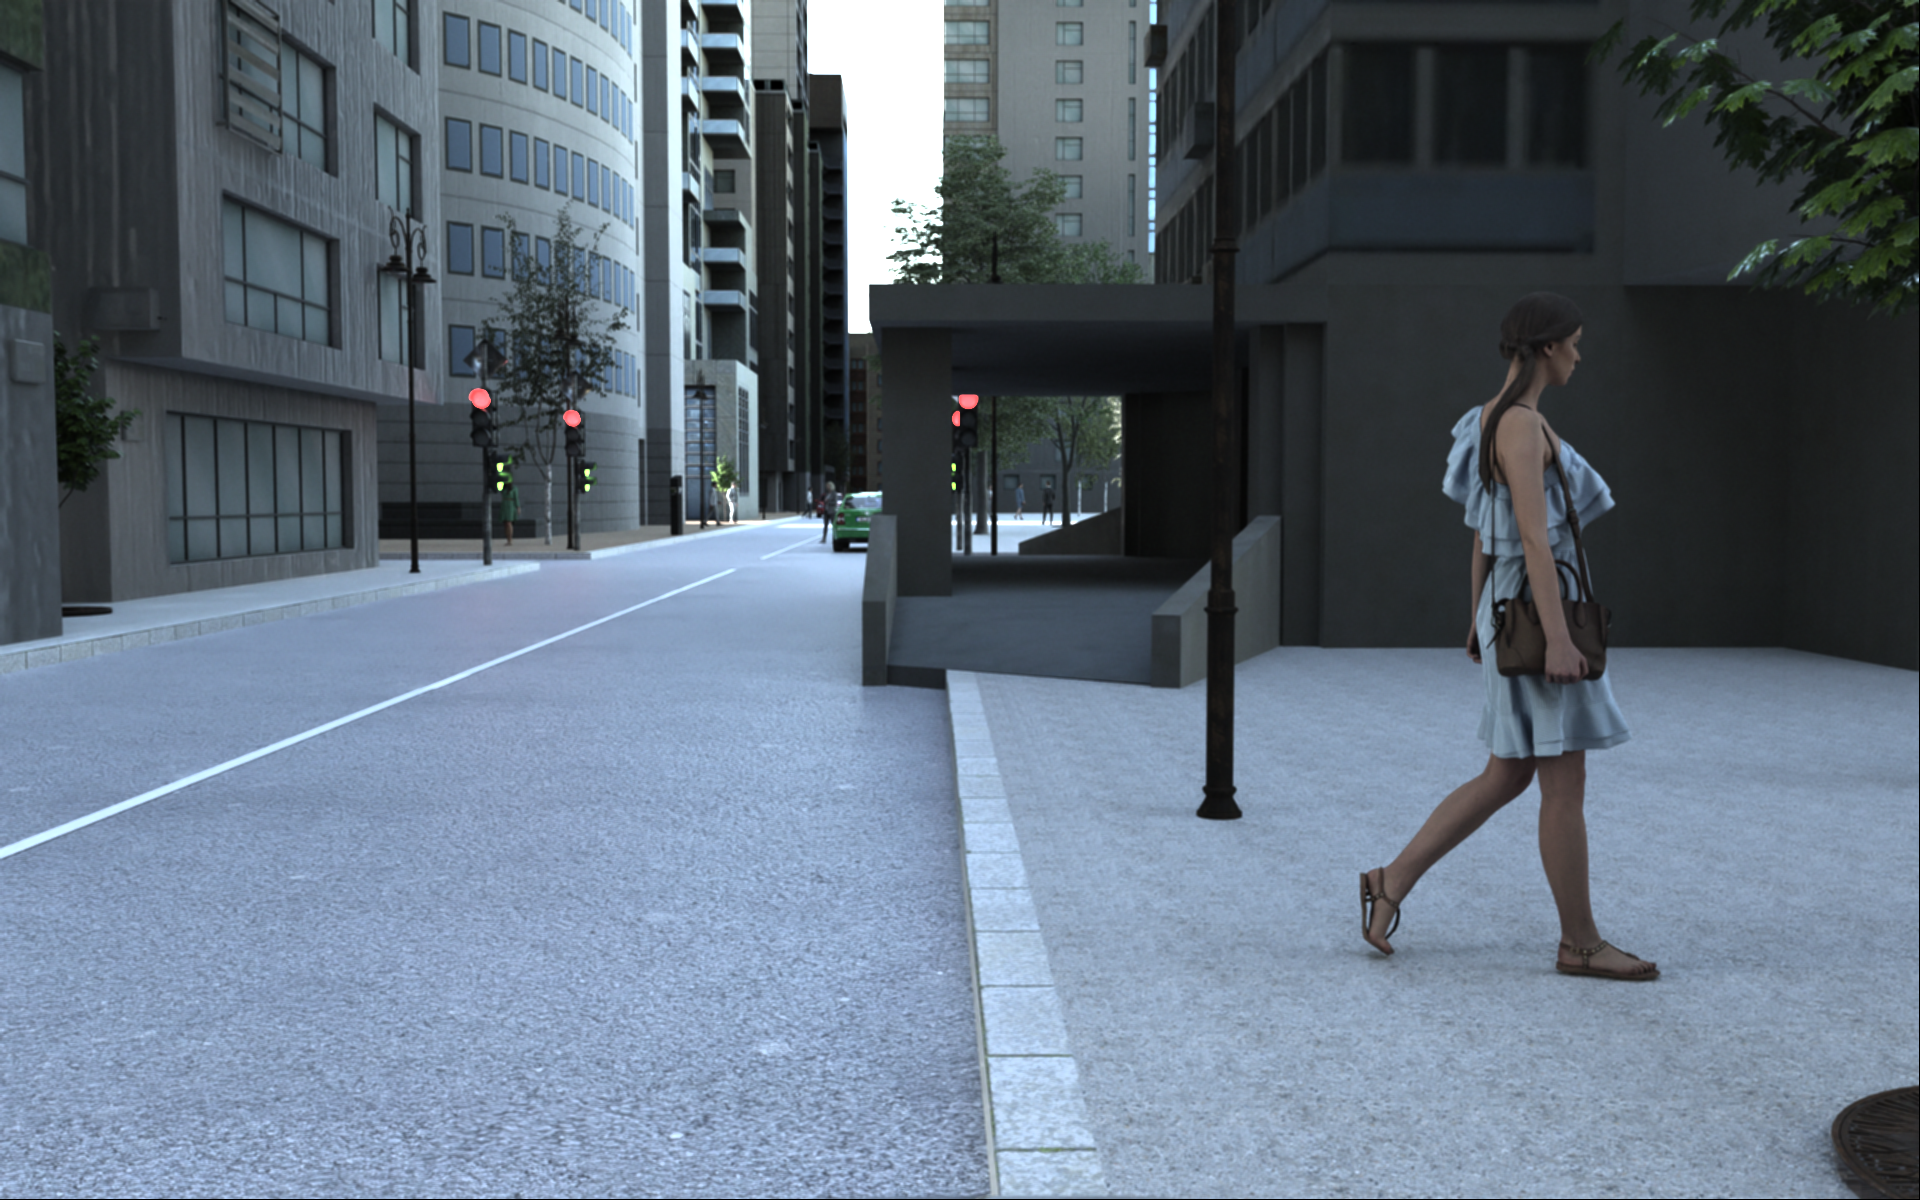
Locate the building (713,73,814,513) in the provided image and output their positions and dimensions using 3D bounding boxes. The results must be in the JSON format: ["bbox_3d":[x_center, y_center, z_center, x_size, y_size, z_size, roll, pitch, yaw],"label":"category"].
[{"bbox_3d":[-18.014,-21.374,121.165,14.160,30.474,14.107,0,4,-1],"label":"building"}]

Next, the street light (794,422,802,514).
[{"bbox_3d":[-10.488,-8.514,111.998,0.468,5.910,1.993,0,4,-1],"label":"street light"}]

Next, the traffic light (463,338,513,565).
[{"bbox_3d":[-8.534,-2.588,31.242,0.839,4.253,0.868,0,4,-1],"label":"traffic light"}]

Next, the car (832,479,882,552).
[{"bbox_3d":[-2.293,-2.185,44.528,1.959,1.807,4.718,0,4,-1],"label":"car"}]

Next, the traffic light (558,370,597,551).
[{"bbox_3d":[-8.682,-3.077,39.226,0.839,4.253,0.868,0,4,-1],"label":"traffic light"}]

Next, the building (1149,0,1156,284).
[{"bbox_3d":[10.128,-50.850,144.074,22.319,86.520,31.000,0,4,-1],"label":"building"}]

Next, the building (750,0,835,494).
[{"bbox_3d":[-21.594,-43.658,152.062,20.563,71.187,20.611,0,4,-1],"label":"building"}]

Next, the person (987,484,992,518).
[{"bbox_3d":[1.701,-5.278,92.545,0.606,1.804,0.583,-1,4,-21],"label":"person"}]

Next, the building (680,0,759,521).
[{"bbox_3d":[-22.164,-47.912,96.039,22.319,86.520,31.000,0,4,-1],"label":"building"}]

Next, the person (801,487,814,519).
[{"bbox_3d":[-8.641,-5.499,98.257,0.795,1.843,0.661,0,4,-4],"label":"person"}]

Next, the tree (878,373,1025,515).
[{"bbox_3d":[-0.217,-12.314,107.993,9.857,13.997,8.962,0,3,0],"label":"tree"}]

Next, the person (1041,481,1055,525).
[{"bbox_3d":[3.673,-4.096,72.783,0.659,1.850,0.755,-1,4,-21],"label":"person"}]

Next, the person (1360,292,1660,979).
[{"bbox_3d":[1.467,0.095,4.578,0.778,1.811,0.616,1,4,13],"label":"person"}]

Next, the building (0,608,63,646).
[{"bbox_3d":[-15.003,-19.807,7.438,14.154,41.232,14.086,0,4,-1],"label":"building"}]

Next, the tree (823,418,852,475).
[{"bbox_3d":[-12.465,-13.244,166.906,4.360,8.622,3.978,0,3,0],"label":"tree"}]

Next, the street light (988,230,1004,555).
[{"bbox_3d":[0.607,-3.537,30.620,0.468,5.910,1.993,0,4,-1],"label":"street light"}]

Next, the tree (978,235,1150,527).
[{"bbox_3d":[4.231,-8.670,67.514,9.928,11.665,9.643,0,3,0],"label":"tree"}]

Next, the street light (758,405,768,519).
[{"bbox_3d":[-10.022,-7.067,88.334,0.468,5.910,1.993,0,4,-1],"label":"street light"}]

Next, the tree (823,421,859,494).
[{"bbox_3d":[-11.942,-13.610,172.884,4.737,8.622,4.395,0,3,0],"label":"tree"}]

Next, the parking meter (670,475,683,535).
[{"bbox_3d":[-8.869,-2.963,54.158,0.255,1.863,0.399,1,4,16],"label":"parking meter"}]

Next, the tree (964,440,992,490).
[{"bbox_3d":[0.388,-8.931,96.387,4.360,8.622,3.978,0,3,0],"label":"tree"}]

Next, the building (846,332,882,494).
[{"bbox_3d":[-16.433,-22.448,212.060,28.899,21.520,27.650,0,4,-1],"label":"building"}]

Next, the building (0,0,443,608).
[{"bbox_3d":[-16.119,-20.935,25.890,14.086,41.232,14.154,0,4,-1],"label":"building"}]

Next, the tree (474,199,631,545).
[{"bbox_3d":[-10.467,-5.722,43.925,4.360,8.622,3.978,0,3,0],"label":"tree"}]

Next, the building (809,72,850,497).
[{"bbox_3d":[-19.073,-32.520,181.806,14.200,45.320,14.600,0,4,-1],"label":"building"}]

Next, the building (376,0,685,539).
[{"bbox_3d":[-22.165,-31.642,59.351,21.231,58.520,28.212,0,4,-1],"label":"building"}]

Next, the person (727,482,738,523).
[{"bbox_3d":[-10.044,-4.308,76.585,0.391,1.810,0.635,0,4,8],"label":"person"}]

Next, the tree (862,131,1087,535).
[{"bbox_3d":[0.664,-8.385,55.229,7.486,12.596,7.792,0,3,0],"label":"tree"}]

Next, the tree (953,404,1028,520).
[{"bbox_3d":[0.225,-9.181,84.514,7.601,10.594,8.767,2,4,26],"label":"tree"}]

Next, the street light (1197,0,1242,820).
[{"bbox_3d":[1.034,-2.076,6.726,0.468,5.910,1.993,0,4,-1],"label":"street light"}]

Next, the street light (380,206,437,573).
[{"bbox_3d":[-8.909,-3.385,28.130,0.468,5.910,1.993,0,4,-1],"label":"street light"}]

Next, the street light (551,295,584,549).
[{"bbox_3d":[-9.097,-4.127,40.261,0.468,5.910,1.993,0,4,-1],"label":"street light"}]

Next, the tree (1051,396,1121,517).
[{"bbox_3d":[6.984,-9.031,98.016,4.737,8.622,4.395,0,3,0],"label":"tree"}]

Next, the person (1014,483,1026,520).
[{"bbox_3d":[2.904,-4.849,85.347,0.654,1.822,0.581,-2,4,-26],"label":"person"}]

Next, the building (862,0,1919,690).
[{"bbox_3d":[15.249,-20.002,18.907,32.217,40.220,23.993,0,4,-1],"label":"building"}]

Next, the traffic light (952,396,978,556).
[{"bbox_3d":[0.125,-2.599,31.418,0.839,4.253,0.868,0,4,-1],"label":"traffic light"}]

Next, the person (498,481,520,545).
[{"bbox_3d":[-11.239,-2.255,43.157,0.600,1.795,0.529,0,4,-3],"label":"person"}]

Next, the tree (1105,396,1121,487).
[{"bbox_3d":[8.274,-7.800,77.889,4.360,8.622,3.978,0,3,0],"label":"tree"}]

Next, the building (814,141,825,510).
[{"bbox_3d":[-18.119,-22.250,135.482,14.160,30.474,14.107,0,4,-1],"label":"building"}]

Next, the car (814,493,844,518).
[{"bbox_3d":[-7.816,-5.909,105.654,2.155,1.783,4.494,0,4,-3],"label":"car"}]

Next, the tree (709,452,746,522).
[{"bbox_3d":[-10.556,-5.148,78.763,1.663,3.219,1.824,0,3,0],"label":"tree"}]

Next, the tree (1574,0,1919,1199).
[{"bbox_3d":[2.210,-0.508,2.901,1.663,3.219,1.824,0,3,0],"label":"tree"}]

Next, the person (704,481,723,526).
[{"bbox_3d":[-9.940,-3.875,69.671,0.850,1.792,0.678,-1,4,-13],"label":"person"}]

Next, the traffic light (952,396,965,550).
[{"bbox_3d":[-0.023,-3.088,39.402,0.839,4.253,0.868,0,4,-1],"label":"traffic light"}]

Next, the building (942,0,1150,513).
[{"bbox_3d":[5.741,-26.867,122.870,14.154,41.232,14.086,0,4,-1],"label":"building"}]

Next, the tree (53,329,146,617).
[{"bbox_3d":[-9.710,-1.462,18.502,1.663,3.219,1.824,0,3,0],"label":"tree"}]

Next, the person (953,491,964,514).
[{"bbox_3d":[-0.103,-5.725,99.825,0.709,1.800,0.728,1,4,23],"label":"person"}]

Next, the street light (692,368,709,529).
[{"bbox_3d":[-9.541,-5.572,63.893,0.468,5.910,1.993,0,4,-1],"label":"street light"}]

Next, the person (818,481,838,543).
[{"bbox_3d":[-3.810,-2.565,50.624,0.526,1.800,0.537,-3,5,-40],"label":"person"}]

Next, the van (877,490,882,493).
[{"bbox_3d":[-8.328,-11.090,188.329,2.013,2.044,4.112,0,4,-2],"label":"van"}]
